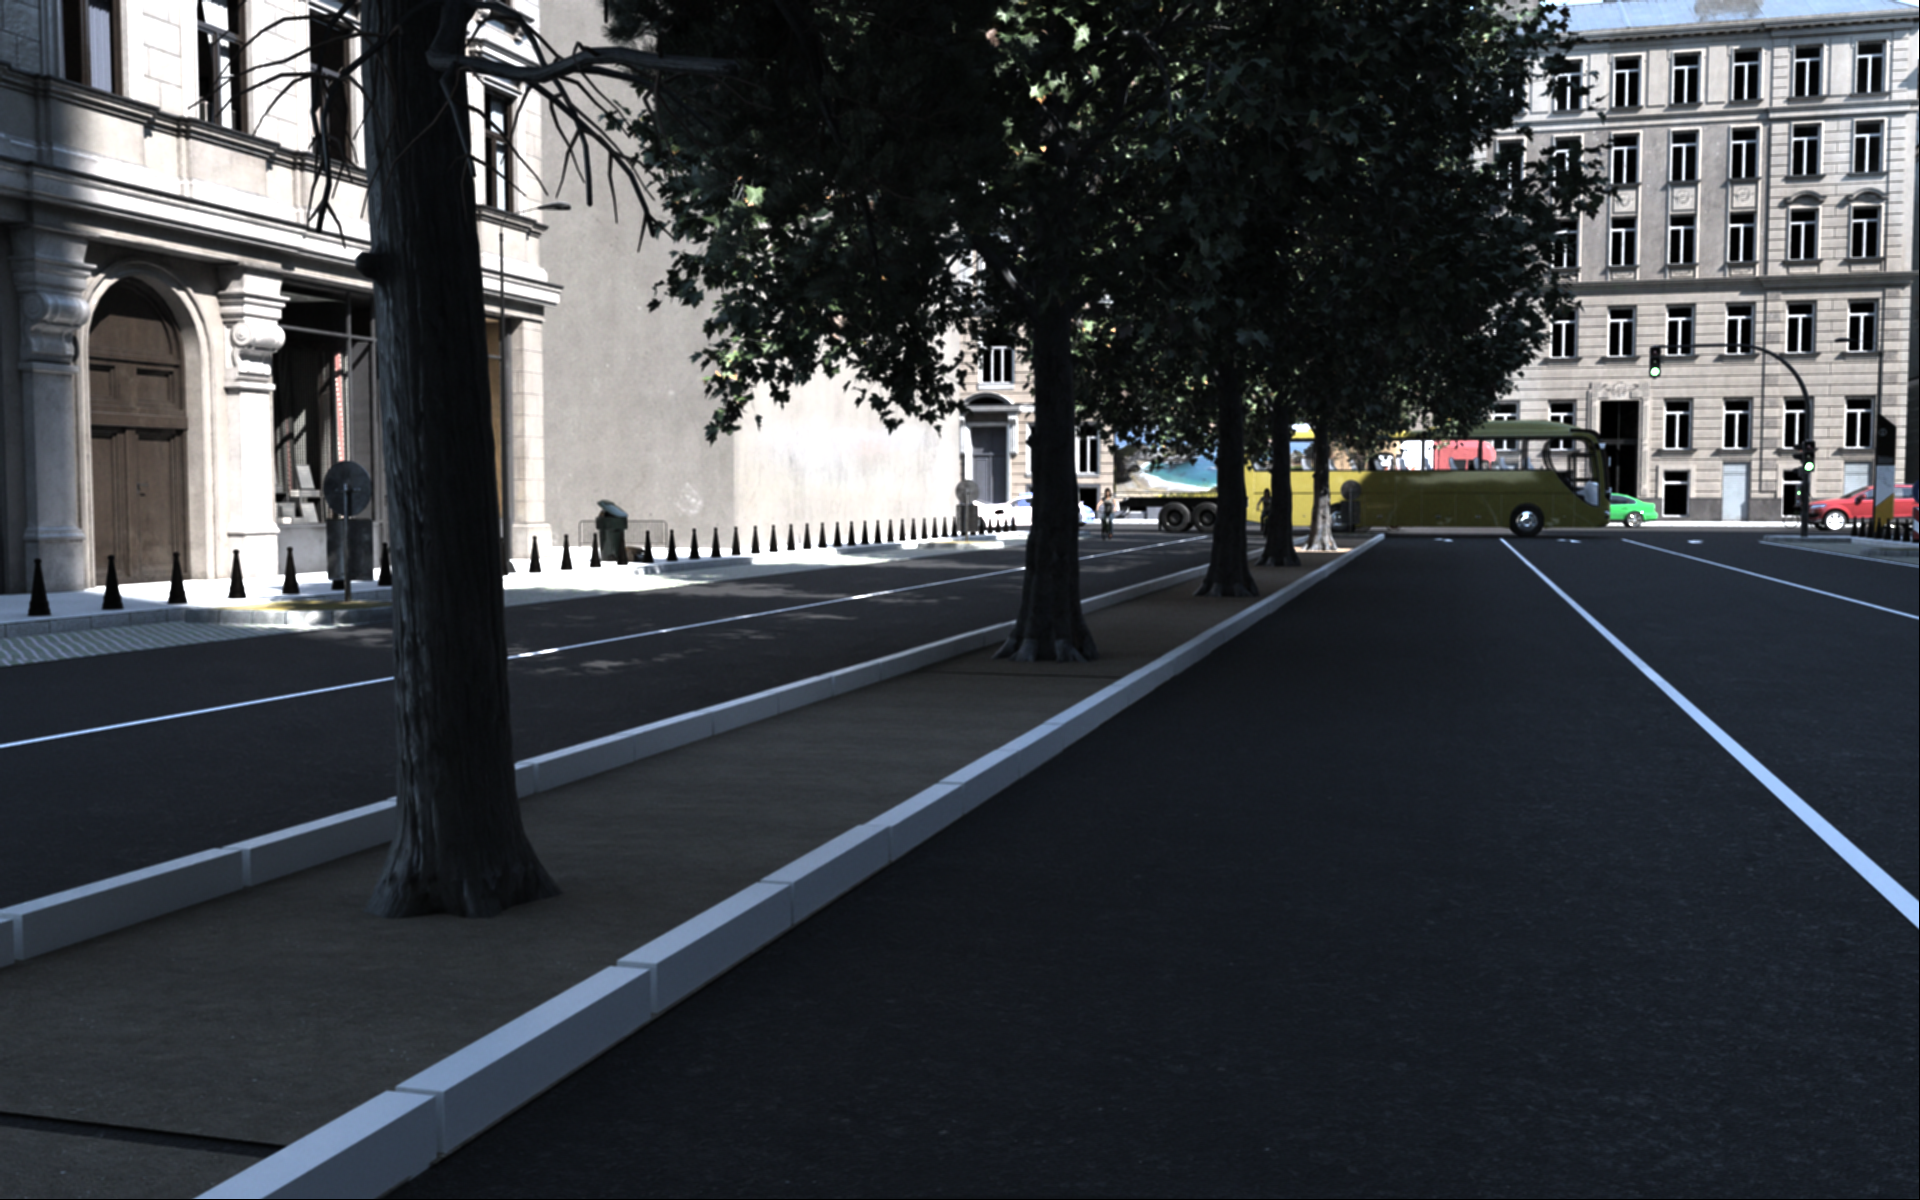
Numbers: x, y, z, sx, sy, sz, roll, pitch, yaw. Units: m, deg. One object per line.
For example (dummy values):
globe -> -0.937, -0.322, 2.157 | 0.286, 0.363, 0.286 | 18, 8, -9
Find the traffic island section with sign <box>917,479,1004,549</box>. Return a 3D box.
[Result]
traffic island section with sign -> 0.092, -2.287, 46.025 | 1.989, 1.847, 2.006 | 1, 4, 16

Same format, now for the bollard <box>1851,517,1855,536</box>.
bollard -> 27.140, -2.232, 52.531 | 0.229, 0.601, 0.229 | 0, 3, 0

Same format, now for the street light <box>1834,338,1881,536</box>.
street light -> 26.720, -4.834, 51.582 | 1.470, 5.913, 1.316 | 1, 4, 16

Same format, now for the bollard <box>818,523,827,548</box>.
bollard -> -3.267, -1.535, 41.135 | 0.229, 0.601, 0.229 | 0, 3, 0

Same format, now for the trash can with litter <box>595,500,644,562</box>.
trash can with litter -> -6.386, -1.313, 32.860 | 1.055, 1.170, 0.624 | 2, 4, 25

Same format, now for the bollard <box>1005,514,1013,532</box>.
bollard -> 1.539, -2.569, 58.037 | 0.229, 0.601, 0.229 | 0, 3, 0

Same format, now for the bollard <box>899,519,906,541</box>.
bollard -> -1.568, -1.899, 47.092 | 0.229, 0.601, 0.229 | 0, 3, 0

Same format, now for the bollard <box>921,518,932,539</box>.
bollard -> -1.009, -2.020, 49.071 | 0.229, 0.601, 0.229 | 0, 3, 0

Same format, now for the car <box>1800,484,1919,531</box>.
car -> 35.561, -3.581, 67.222 | 5.304, 1.827, 2.281 | 1, 4, 15

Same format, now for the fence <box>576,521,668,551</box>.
fence -> -7.601, -1.449, 39.069 | 2.069, 0.683, 0.278 | 0, 4, 2

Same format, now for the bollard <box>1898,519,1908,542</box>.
bollard -> 25.447, -1.866, 46.556 | 0.229, 0.601, 0.229 | 0, 3, 0

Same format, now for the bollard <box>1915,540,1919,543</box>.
bollard -> 25.165, -1.806, 45.563 | 0.229, 0.601, 0.229 | 0, 3, 0

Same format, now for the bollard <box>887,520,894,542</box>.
bollard -> -1.851, -1.838, 46.097 | 0.229, 0.601, 0.229 | 0, 3, 0

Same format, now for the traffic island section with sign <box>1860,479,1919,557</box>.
traffic island section with sign -> 21.951, -1.911, 39.873 | 1.989, 1.847, 2.006 | 1, 4, 16

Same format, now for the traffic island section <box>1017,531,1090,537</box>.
traffic island section -> 3.230, -2.206, 58.355 | 2.009, 0.180, 2.903 | 1, 4, 16

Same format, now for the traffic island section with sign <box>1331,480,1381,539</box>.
traffic island section with sign -> 12.579, -2.925, 55.956 | 2.006, 1.907, 1.989 | 1, 4, 16

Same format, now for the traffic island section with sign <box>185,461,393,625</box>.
traffic island section with sign -> -7.363, -0.683, 19.803 | 1.989, 1.847, 2.006 | 1, 4, 16

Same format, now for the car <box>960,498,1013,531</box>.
car -> -0.471, -3.074, 62.617 | 4.827, 1.381, 2.083 | 1, 4, 16

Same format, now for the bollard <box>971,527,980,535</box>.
bollard -> 0.403, -2.324, 54.042 | 0.229, 0.601, 0.229 | 0, 3, 0

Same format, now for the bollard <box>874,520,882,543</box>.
bollard -> -2.141, -1.777, 45.101 | 0.229, 0.601, 0.229 | 0, 3, 0

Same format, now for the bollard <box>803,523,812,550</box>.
bollard -> -3.543, -1.474, 40.144 | 0.229, 0.601, 0.229 | 0, 3, 0

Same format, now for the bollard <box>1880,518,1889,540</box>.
bollard -> 26.011, -1.988, 48.540 | 0.229, 0.601, 0.229 | 0, 3, 0

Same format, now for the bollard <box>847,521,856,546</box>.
bollard -> -2.700, -1.655, 43.109 | 0.229, 0.601, 0.229 | 0, 3, 0

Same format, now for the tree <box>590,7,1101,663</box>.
tree -> 0.834, -5.835, 14.865 | 9.611, 12.733, 9.660 | 0, 3, 0

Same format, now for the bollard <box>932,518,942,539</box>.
bollard -> -0.729, -2.081, 50.059 | 0.229, 0.601, 0.229 | 0, 3, 0

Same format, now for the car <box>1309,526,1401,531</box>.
car -> 15.627, -3.556, 67.924 | 4.222, 1.686, 2.009 | 1, 4, 15

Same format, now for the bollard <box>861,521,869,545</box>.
bollard -> -2.420, -1.716, 44.096 | 0.229, 0.601, 0.229 | 0, 3, 0

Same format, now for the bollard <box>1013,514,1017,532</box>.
bollard -> 1.821, -2.630, 59.042 | 0.229, 0.601, 0.229 | 0, 3, 0

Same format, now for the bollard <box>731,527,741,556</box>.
bollard -> -4.676, -1.230, 36.160 | 0.229, 0.601, 0.229 | 0, 3, 0

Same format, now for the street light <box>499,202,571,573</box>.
street light -> -6.853, -3.381, 27.827 | 1.470, 5.913, 1.316 | 1, 4, 16

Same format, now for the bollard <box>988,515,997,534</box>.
bollard -> 0.972, -2.447, 56.050 | 0.229, 0.601, 0.229 | 0, 3, 0

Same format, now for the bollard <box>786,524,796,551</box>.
bollard -> -3.819, -1.414, 39.155 | 0.229, 0.601, 0.229 | 0, 3, 0

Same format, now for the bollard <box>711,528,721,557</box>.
bollard -> -4.957, -1.169, 35.159 | 0.229, 0.601, 0.229 | 0, 3, 0

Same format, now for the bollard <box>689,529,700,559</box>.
bollard -> -5.241, -1.109, 34.172 | 0.229, 0.601, 0.229 | 0, 3, 0

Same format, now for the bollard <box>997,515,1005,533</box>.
bollard -> 1.256, -2.508, 57.050 | 0.229, 0.601, 0.229 | 0, 3, 0

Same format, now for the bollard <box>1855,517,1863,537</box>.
bollard -> 26.859, -2.171, 51.543 | 0.229, 0.601, 0.229 | 0, 3, 0

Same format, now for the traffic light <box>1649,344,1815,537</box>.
traffic light -> 23.325, -4.755, 52.408 | 4.771, 5.953, 1.251 | 1, 4, 16

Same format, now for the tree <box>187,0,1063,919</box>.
tree -> -1.843, -4.969, 5.755 | 6.751, 12.117, 7.091 | 0, 3, 0

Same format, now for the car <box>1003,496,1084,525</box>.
car -> 2.694, -3.585, 70.985 | 4.827, 1.381, 2.083 | 1, 4, 14

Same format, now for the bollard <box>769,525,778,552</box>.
bollard -> -4.109, -1.352, 38.149 | 0.229, 0.601, 0.229 | 0, 3, 0

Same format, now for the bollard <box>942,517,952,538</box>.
bollard -> -0.448, -2.142, 51.056 | 0.229, 0.601, 0.229 | 0, 3, 0

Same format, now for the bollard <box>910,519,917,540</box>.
bollard -> -1.292, -1.960, 48.081 | 0.229, 0.601, 0.229 | 0, 3, 0

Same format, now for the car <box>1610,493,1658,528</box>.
car -> 27.779, -4.065, 75.256 | 4.718, 1.807, 1.959 | 1, 4, 15

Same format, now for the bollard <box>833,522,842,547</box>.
bollard -> -2.980, -1.595, 42.121 | 0.229, 0.601, 0.229 | 0, 3, 0

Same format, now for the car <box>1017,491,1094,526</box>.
car -> 4.125, -4.123, 77.005 | 3.694, 1.707, 1.945 | 1, 4, 15

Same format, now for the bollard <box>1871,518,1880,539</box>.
bollard -> 26.294, -2.050, 49.551 | 0.229, 0.601, 0.229 | 0, 3, 0

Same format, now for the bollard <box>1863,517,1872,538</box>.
bollard -> 26.580, -2.111, 50.555 | 0.229, 0.601, 0.229 | 0, 3, 0

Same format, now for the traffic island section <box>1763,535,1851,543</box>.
traffic island section -> 25.397, -1.823, 52.080 | 2.009, 0.180, 2.903 | 1, 4, 16

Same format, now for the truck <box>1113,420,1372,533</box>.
truck -> 11.490, -4.650, 64.935 | 11.283, 4.237, 2.839 | 1, 4, 15

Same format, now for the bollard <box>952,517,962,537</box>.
bollard -> -0.169, -2.202, 52.045 | 0.229, 0.601, 0.229 | 0, 3, 0

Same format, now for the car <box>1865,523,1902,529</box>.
car -> 39.733, -3.812, 71.119 | 4.718, 1.807, 1.959 | 1, 4, 15

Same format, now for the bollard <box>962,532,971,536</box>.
bollard -> 0.116, -2.263, 53.038 | 0.229, 0.601, 0.229 | 0, 3, 0

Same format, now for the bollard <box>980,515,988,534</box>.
bollard -> 0.685, -2.385, 55.039 | 0.229, 0.601, 0.229 | 0, 3, 0

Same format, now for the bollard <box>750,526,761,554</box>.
bollard -> -4.389, -1.292, 37.162 | 0.229, 0.601, 0.229 | 0, 3, 0

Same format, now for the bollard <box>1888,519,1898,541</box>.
bollard -> 25.727, -1.927, 47.554 | 0.229, 0.601, 0.229 | 0, 3, 0
